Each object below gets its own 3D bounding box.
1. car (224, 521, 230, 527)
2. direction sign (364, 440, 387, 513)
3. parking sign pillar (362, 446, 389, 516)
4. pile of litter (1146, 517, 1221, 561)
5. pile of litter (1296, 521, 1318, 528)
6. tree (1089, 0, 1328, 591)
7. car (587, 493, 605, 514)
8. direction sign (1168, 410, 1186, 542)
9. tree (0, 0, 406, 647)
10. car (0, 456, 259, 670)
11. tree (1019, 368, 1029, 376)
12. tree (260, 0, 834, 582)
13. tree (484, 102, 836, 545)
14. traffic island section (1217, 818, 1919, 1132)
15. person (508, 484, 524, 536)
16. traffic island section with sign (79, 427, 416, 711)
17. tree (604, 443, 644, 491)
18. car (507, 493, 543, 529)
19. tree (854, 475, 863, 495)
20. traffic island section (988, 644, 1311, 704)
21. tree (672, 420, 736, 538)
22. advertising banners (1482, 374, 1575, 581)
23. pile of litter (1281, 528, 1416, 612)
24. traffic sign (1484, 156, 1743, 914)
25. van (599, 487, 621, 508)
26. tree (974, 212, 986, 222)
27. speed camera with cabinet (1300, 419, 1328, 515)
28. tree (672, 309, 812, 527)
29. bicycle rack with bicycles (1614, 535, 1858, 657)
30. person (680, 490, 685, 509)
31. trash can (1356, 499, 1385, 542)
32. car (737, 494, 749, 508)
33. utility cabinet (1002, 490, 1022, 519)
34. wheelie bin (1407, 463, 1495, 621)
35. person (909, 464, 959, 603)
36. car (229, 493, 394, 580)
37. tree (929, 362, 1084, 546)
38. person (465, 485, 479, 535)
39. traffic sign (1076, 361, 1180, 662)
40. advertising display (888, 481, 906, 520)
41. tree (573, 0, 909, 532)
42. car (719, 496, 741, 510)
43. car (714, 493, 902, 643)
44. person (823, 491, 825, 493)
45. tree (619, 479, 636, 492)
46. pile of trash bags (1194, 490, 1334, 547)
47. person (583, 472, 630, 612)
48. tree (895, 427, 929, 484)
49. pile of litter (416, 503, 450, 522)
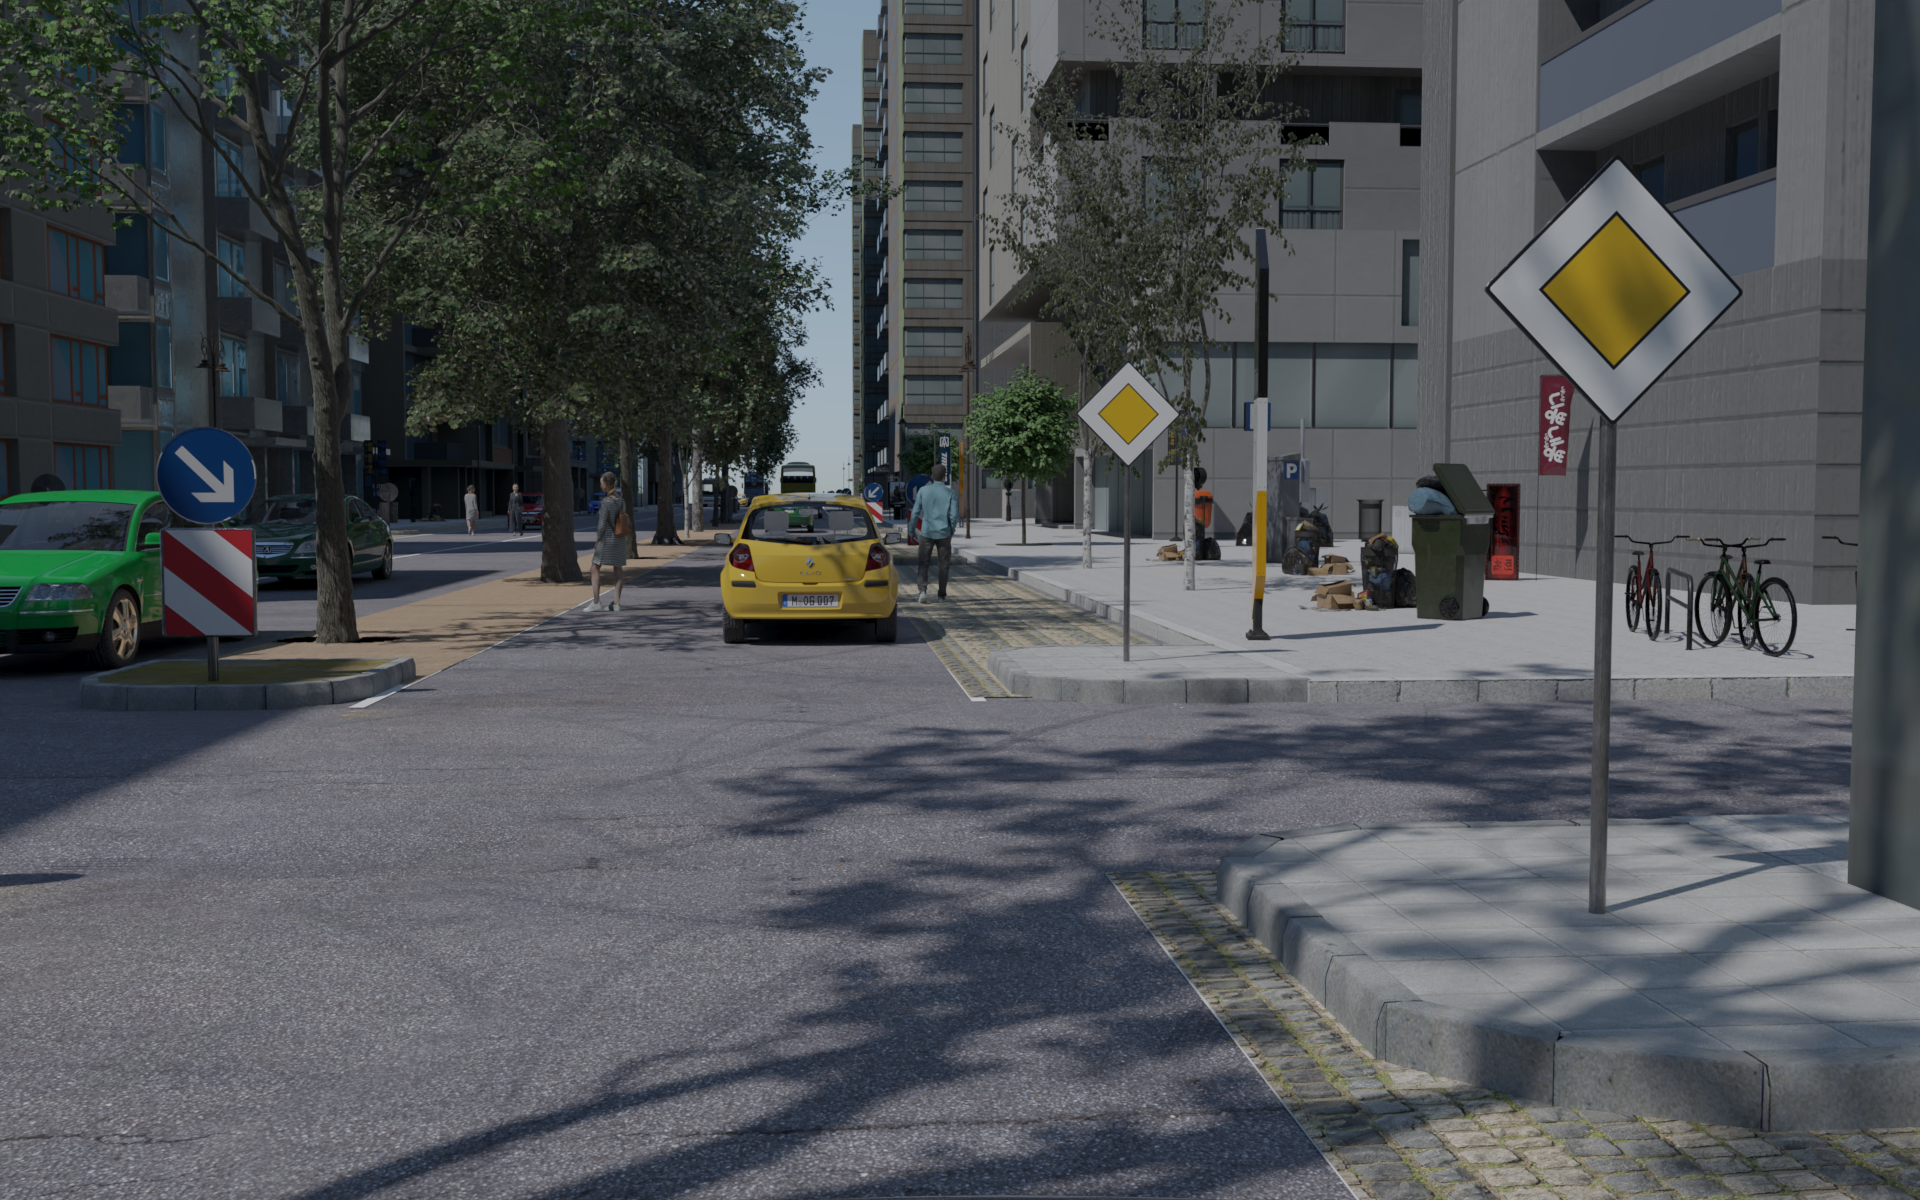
[{"bbox_3d":[-13.237,-0.990,27.992,2.131,1.459,4.920,0,4,-6],"label":"car"},{"bbox_3d":[-24.500,-4.932,72.636,0.876,3.537,0.379,-2,4,-24],"label":"direction sign"},{"bbox_3d":[-28.840,-5.921,85.287,1.447,3.967,1.447,-3,5,-42],"label":"parking sign pillar"},{"bbox_3d":[4.343,-1.198,33.558,1.719,0.858,1.176,-1,4,-18],"label":"pile of litter"},{"bbox_3d":[5.847,-0.853,27.911,1.719,0.858,1.176,-3,5,-39],"label":"pile of litter"},{"bbox_3d":[2.817,-4.428,22.760,4.360,8.622,3.978,0,3,0],"label":"tree"},{"bbox_3d":[-25.114,-6.851,121.603,1.945,1.707,3.694,0,4,-4],"label":"car"},{"bbox_3d":[5.866,-3.356,46.864,0.379,3.537,0.876,-2,4,-25],"label":"direction sign"},{"bbox_3d":[-6.120,-5.397,16.449,9.928,11.665,9.643,0,3,0],"label":"tree"},{"bbox_3d":[-7.781,-0.407,15.451,1.959,1.807,4.718,0,4,-4],"label":"car"},{"bbox_3d":[4.306,-7.814,78.114,4.737,8.622,4.395,0,3,0],"label":"tree"},{"bbox_3d":[-6.488,-7.255,27.729,9.857,13.997,8.962,0,3,0],"label":"tree"},{"bbox_3d":[-8.298,-7.892,48.491,9.611,12.733,9.660,0,3,0],"label":"tree"},{"bbox_3d":[1.973,1.037,5.325,2.009,0.180,2.903,0,4,-5],"label":"traffic island section"},{"bbox_3d":[-15.205,-3.080,59.282,0.576,1.772,0.534,0,4,-4],"label":"person"},{"bbox_3d":[-5.156,-0.260,12.393,2.006,1.907,1.989,0,4,-5],"label":"traffic island section with sign"},{"bbox_3d":[-31.389,-13.010,163.074,4.737,8.622,4.395,0,3,0],"label":"tree"},{"bbox_3d":[-17.153,-3.732,70.055,2.155,1.783,4.494,0,4,-5],"label":"car"},{"bbox_3d":[-9.659,-10.884,172.555,1.663,3.219,1.824,0,3,0],"label":"tree"},{"bbox_3d":[1.295,0.550,13.281,2.009,0.180,2.903,0,4,-5],"label":"traffic island section"},{"bbox_3d":[-8.811,-6.291,55.670,4.360,8.622,3.978,0,3,0],"label":"tree"},{"bbox_3d":[8.015,-1.801,25.633,2.074,3.025,0.090,1,4,16],"label":"advertising banners"},{"bbox_3d":[4.502,-0.342,19.553,1.719,0.858,1.176,-2,4,-26],"label":"pile of litter"},{"bbox_3d":[1.950,-0.098,5.245,0.795,2.450,0.064,0,4,-5],"label":"traffic sign"},{"bbox_3d":[-21.062,-6.067,106.201,2.013,2.044,4.112,0,4,-5],"label":"van"},{"bbox_3d":[2.429,-4.843,29.540,4.360,8.622,3.978,0,3,0],"label":"tree"},{"bbox_3d":[9.207,-3.176,46.262,0.660,3.252,2.038,2,4,32],"label":"speed camera with cabinet"},{"bbox_3d":[-10.621,-8.421,74.550,8.767,10.594,7.601,0,4,-5],"label":"tree"},{"bbox_3d":[6.918,-0.080,14.685,2.852,0.926,2.925,1,4,18],"label":"bicycle rack with bicycles"},{"bbox_3d":[-26.674,-9.705,167.310,0.705,1.807,1.348,-2,4,-34],"label":"person"},{"bbox_3d":[10.991,-2.126,46.406,0.748,1.137,0.748,0,3,0],"label":"trash can"},{"bbox_3d":[-23.413,-10.625,183.936,2.015,1.641,3.980,0,4,-6],"label":"car"},{"bbox_3d":[2.616,-4.763,86.560,0.318,1.500,1.173,3,5,43],"label":"utility cabinet"},{"bbox_3d":[5.020,-0.607,17.825,0.980,1.594,0.693,-3,5,-45],"label":"wheelie bin"},{"bbox_3d":[-0.347,-0.863,22.638,0.660,1.820,0.620,0,4,5],"label":"person"},{"bbox_3d":[-10.373,-0.972,27.683,2.131,1.459,4.920,0,4,-6],"label":"car"},{"bbox_3d":[1.689,-3.647,43.341,4.285,4.588,4.351,0,3,0],"label":"tree"},{"bbox_3d":[-16.865,-3.095,59.847,0.466,1.731,0.760,-1,4,-18],"label":"person"},{"bbox_3d":[1.272,-0.585,13.202,0.795,2.450,0.064,0,4,-5],"label":"traffic sign"},{"bbox_3d":[-3.109,-4.913,85.548,0.974,1.923,0.123,-3,4,-36],"label":"advertising display"},{"bbox_3d":[-8.598,-12.574,63.936,12.611,20.169,13.585,0,3,0],"label":"tree"},{"bbox_3d":[-20.507,-8.844,154.382,2.009,1.686,4.222,0,4,-6],"label":"car"},{"bbox_3d":[-1.581,-0.482,18.110,2.015,1.641,3.980,0,4,-5],"label":"car"},{"bbox_3d":[-19.440,-14.600,246.847,1.348,1.869,0.705,-3,5,-42],"label":"person"},{"bbox_3d":[-32.572,-10.687,169.334,1.663,3.219,1.824,0,3,0],"label":"tree"},{"bbox_3d":[7.263,-1.984,42.187,3.447,1.369,1.912,0,4,-7],"label":"pile of trash bags"},{"bbox_3d":[-4.273,-0.714,21.181,0.522,1.701,0.512,1,4,23],"label":"person"},{"bbox_3d":[-1.193,-5.741,77.586,4.285,4.588,4.351,0,3,0],"label":"tree"},{"bbox_3d":[-24.616,-4.089,80.819,1.719,0.858,1.176,3,4,38],"label":"pile of litter"}]
